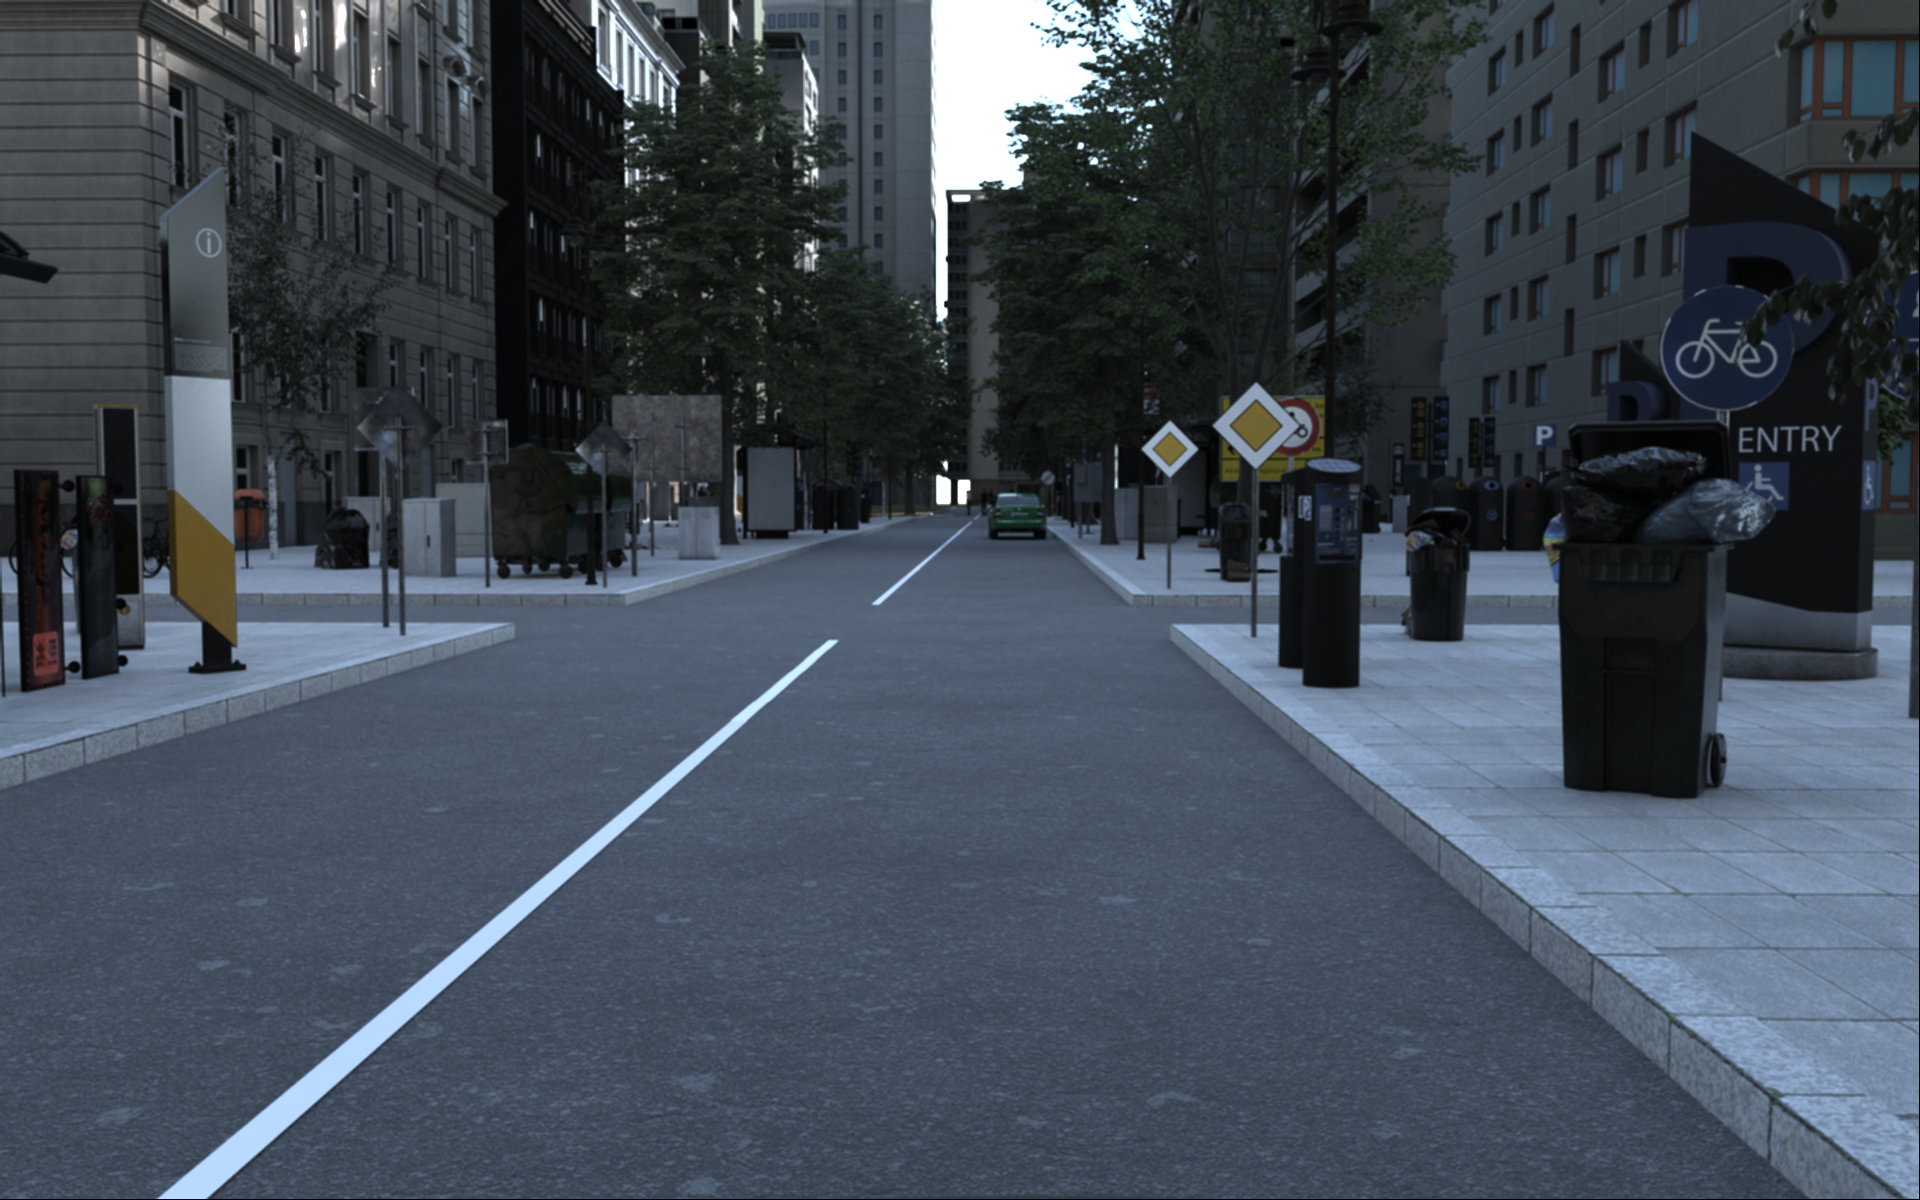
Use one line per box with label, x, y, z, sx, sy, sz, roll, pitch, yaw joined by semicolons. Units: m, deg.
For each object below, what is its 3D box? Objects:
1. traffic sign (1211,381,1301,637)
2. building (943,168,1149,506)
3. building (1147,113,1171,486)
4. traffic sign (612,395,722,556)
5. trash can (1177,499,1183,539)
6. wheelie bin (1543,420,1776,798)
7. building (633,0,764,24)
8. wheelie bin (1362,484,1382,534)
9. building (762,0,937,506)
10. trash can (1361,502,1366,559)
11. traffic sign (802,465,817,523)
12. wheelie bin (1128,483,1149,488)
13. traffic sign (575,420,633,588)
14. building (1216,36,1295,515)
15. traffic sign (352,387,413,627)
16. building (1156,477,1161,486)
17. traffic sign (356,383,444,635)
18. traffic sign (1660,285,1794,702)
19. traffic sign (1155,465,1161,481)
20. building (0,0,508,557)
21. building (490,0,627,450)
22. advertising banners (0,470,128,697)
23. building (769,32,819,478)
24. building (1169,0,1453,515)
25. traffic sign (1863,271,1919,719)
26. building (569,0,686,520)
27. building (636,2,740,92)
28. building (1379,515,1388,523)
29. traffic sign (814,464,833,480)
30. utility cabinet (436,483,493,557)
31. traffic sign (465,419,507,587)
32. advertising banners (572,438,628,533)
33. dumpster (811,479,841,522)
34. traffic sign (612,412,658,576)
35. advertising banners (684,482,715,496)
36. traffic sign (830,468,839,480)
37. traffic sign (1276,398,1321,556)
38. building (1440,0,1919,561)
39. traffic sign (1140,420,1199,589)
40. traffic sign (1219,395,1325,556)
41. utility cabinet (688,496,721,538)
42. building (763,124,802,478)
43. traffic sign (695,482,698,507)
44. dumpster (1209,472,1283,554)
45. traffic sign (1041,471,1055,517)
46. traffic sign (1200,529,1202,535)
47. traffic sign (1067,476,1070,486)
traffic sign;2.630;-0.723;15.463;0.795;2.450;0.064;0;4;1
building;10.180;-31.586;208.308;23.993;40.220;32.217;0;4;1
building;29.055;-33.583;199.187;14.200;45.320;14.600;0;4;1
traffic sign;-6.026;-2.555;35.643;2.265;3.308;0.079;0;4;2
trash can;5.730;-2.191;47.476;0.748;1.137;0.748;0;3;0
wheelie bin;3.001;0.022;7.541;0.980;1.594;0.693;2;4;32
building;-21.390;-26.690;119.978;14.154;41.232;14.086;0;4;1
wheelie bin;13.328;-2.976;56.558;0.693;1.594;0.980;3;4;37
building;-16.853;-40.433;203.073;28.212;58.520;21.231;0;4;1
trash can;7.261;-1.280;32.583;0.748;1.137;0.748;0;3;0
traffic sign;-6.521;-4.625;75.731;0.768;2.556;0.104;1;4;9
wheelie bin;5.220;-2.638;51.035;0.980;1.594;0.693;-1;4;-14
traffic sign;-4.859;-1.224;23.660;0.795;2.450;0.064;0;4;1
building;23.656;-20.892;113.283;14.160;30.474;14.107;0;4;1
traffic sign;-5.534;-0.887;16.636;0.606;2.300;0.079;0;4;5
building;28.429;-43.582;150.818;20.563;71.187;20.611;0;4;1
traffic sign;-5.061;-0.736;15.677;0.795;2.450;0.064;0;4;1
traffic sign;4.678;-0.645;10.654;0.768;2.556;0.104;1;4;10
traffic sign;7.459;-4.093;67.020;0.768;2.556;0.104;1;4;9
building;-21.678;-15.245;46.522;12.463;27.353;25.104;0;4;1
building;-20.785;-14.520;67.086;12.332;23.373;15.834;0;4;1
advertising banners;-6.055;-0.930;11.386;0.090;3.025;2.074;0;4;0
building;-20.107;-28.934;156.672;14.086;41.232;14.154;0;4;1
building;27.493;-30.994;130.461;21.300;48.544;21.600;0;4;1
traffic sign;5.485;-0.596;9.852;0.768;2.556;0.104;0;4;7
building;-21.828;-18.291;84.958;13.634;28.700;20.117;0;4;1
building;-21.360;-20.454;106.127;14.160;30.474;14.107;0;4;1
building;29.170;-28.304;86.473;21.300;48.544;21.600;0;4;1
traffic sign;-5.549;-4.295;70.329;0.768;2.556;0.104;0;4;3
utility cabinet;-10.015;-1.621;35.187;1.173;1.500;0.318;-2;4;-26
traffic sign;-6.495;-1.323;23.764;0.606;2.300;0.079;1;4;11
advertising banners;-11.365;-3.579;54.697;0.090;3.025;2.074;3;5;42
dumpster;-4.960;-3.651;65.447;1.264;1.857;1.865;0;4;1
traffic sign;-5.085;-1.643;26.975;0.768;2.556;0.104;0;4;8
advertising banners;-13.290;-5.593;87.637;2.074;3.025;0.090;2;4;27
traffic sign;-5.714;-4.679;77.679;0.795;2.450;0.064;0;4;7
traffic sign;4.402;-1.405;23.072;0.768;2.556;0.104;0;4;5
building;30.937;-12.305;46.224;28.899;21.520;27.650;0;4;1
traffic sign;2.832;-1.211;23.445;0.795;2.450;0.064;0;4;1
traffic sign;6.510;-2.568;35.855;2.265;3.308;0.079;0;4;3
utility cabinet;-7.412;-2.408;50.525;1.020;1.237;0.306;-3;4;-36
building;-20.150;-22.202;134.699;14.160;30.474;14.107;0;4;1
traffic sign;-5.498;-2.083;36.179;0.606;2.300;0.079;1;4;11
dumpster;6.351;-2.179;38.116;1.502;2.255;1.985;0;4;2
traffic sign;4.857;-5.848;95.721;0.768;2.556;0.104;0;4;8
traffic sign;7.582;-3.328;54.415;0.884;2.594;0.081;0;4;2
traffic sign;6.096;-5.697;95.270;0.606;2.300;0.079;0;4;5
